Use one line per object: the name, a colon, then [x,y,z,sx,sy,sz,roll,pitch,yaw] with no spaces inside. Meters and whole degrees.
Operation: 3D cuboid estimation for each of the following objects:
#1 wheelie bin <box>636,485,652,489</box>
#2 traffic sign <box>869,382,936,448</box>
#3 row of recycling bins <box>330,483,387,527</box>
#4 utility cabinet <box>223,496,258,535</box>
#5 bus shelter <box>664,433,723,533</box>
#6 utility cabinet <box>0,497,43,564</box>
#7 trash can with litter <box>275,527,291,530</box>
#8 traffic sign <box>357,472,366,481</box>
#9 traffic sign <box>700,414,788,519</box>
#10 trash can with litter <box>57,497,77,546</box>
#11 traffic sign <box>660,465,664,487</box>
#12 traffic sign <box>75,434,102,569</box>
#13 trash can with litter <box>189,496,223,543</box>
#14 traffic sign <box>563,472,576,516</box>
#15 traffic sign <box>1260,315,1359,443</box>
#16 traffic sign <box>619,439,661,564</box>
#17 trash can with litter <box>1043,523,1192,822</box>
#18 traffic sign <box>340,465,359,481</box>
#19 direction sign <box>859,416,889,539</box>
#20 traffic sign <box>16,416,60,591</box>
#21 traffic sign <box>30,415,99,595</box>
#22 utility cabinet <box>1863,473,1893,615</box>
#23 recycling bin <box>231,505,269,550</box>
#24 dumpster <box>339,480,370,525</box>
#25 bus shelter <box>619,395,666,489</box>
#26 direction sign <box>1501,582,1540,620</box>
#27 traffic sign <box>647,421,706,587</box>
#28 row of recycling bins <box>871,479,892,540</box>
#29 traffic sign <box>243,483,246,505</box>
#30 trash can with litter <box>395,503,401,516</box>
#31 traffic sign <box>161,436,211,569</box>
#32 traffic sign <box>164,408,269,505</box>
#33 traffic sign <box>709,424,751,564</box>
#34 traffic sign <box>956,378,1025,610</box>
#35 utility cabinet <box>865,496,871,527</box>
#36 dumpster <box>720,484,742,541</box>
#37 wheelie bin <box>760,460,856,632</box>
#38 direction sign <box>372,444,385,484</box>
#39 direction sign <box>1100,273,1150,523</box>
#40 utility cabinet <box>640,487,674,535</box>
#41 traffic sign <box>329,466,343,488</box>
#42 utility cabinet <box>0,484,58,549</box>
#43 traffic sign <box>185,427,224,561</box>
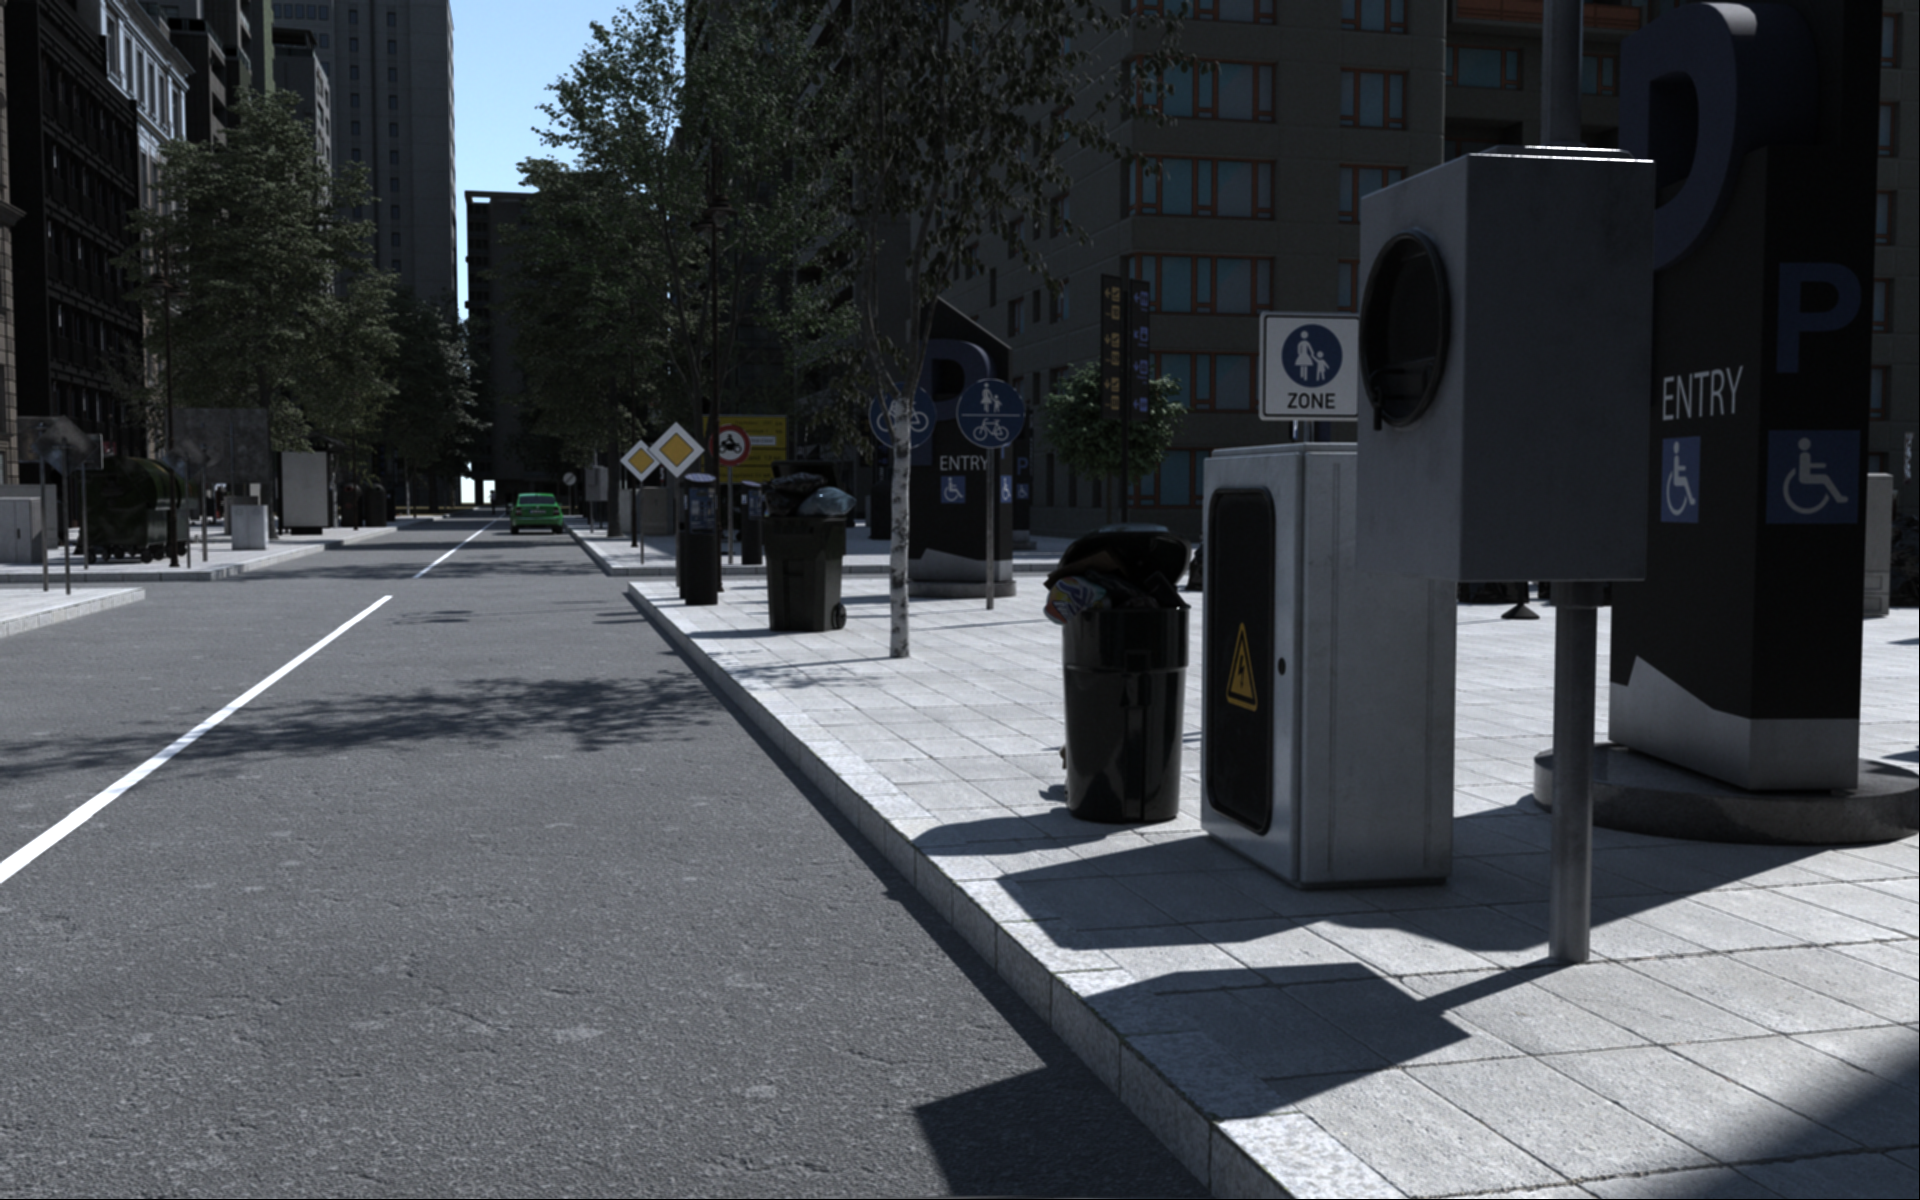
wheelie bin: [-10.791,-3.116,58.847,0.980,1.594,0.693,-2,4,-30]
traffic sign: [-0.655,-1.202,19.751,0.768,2.556,0.104,0,4,-5]
row of recycling bins: [-24.080,-3.671,67.126,3.534,1.692,1.069,-1,4,-13]
utility cabinet: [-22.838,-2.683,55.032,0.306,1.237,1.020,3,4,39]
bus shelter: [-9.209,-4.018,59.611,2.014,3.302,5.546,-1,4,-14]
utility cabinet: [-17.497,-1.284,32.149,1.020,1.237,0.306,1,4,22]
trash can with litter: [-24.393,-3.166,62.826,2.233,1.210,1.678,-3,5,-43]
traffic sign: [-28.382,-4.923,81.671,0.795,2.450,0.064,0,4,-8]
traffic sign: [-5.550,-3.099,44.541,2.265,3.308,0.079,-1,4,-12]
trash can with litter: [-22.587,-1.923,42.505,1.678,1.210,2.233,1,4,16]
traffic sign: [-12.860,-4.572,74.855,0.768,2.556,0.104,0,4,-7]
traffic sign: [-14.894,-1.671,29.458,0.606,2.300,0.079,0,4,-5]
trash can with litter: [-20.501,-2.118,45.680,1.678,1.210,2.233,-2,4,-32]
traffic sign: [-22.951,-6.223,101.856,0.768,2.556,0.104,0,4,-7]
traffic sign: [1.972,-0.471,9.830,0.606,2.300,0.079,-1,4,-11]
traffic sign: [-5.811,-1.710,31.605,0.795,2.450,0.064,-1,4,-14]
trash can with litter: [0.583,0.261,7.123,0.624,1.170,1.055,0,4,-6]
traffic sign: [-26.282,-4.558,74.624,0.768,2.556,0.104,-1,4,-12]
direction sign: [-2.481,-3.549,50.018,0.876,3.537,0.379,1,4,17]
traffic sign: [-12.084,-1.266,22.835,0.606,2.300,0.079,-1,4,-10]
traffic sign: [-11.373,-1.125,22.034,0.795,2.450,0.064,-1,4,-14]
utility cabinet: [9.147,-0.587,18.283,1.173,1.500,0.318,1,4,15]
recycling bin: [-16.330,-1.669,39.837,0.722,1.027,0.722,-1,4,-16]
dumpster: [-24.419,-3.933,70.070,1.264,1.857,1.865,-1,4,-14]
bus shelter: [-12.376,-5.509,67.704,2.179,5.291,8.768,-1,4,-14]
direction sign: [5.784,-1.576,17.769,0.379,3.537,0.876,2,4,26]
traffic sign: [-3.898,-1.236,23.851,0.795,2.450,0.064,-1,4,-14]
row of recycling bins: [-0.826,-2.581,49.305,3.534,1.692,1.069,-1,4,-19]
traffic sign: [-17.211,-2.420,41.695,0.606,2.300,0.079,0,4,-4]
trash can with litter: [-33.099,-5.437,99.945,2.233,1.210,1.678,1,4,15]
traffic sign: [-13.287,-1.599,29.788,0.795,2.450,0.064,-1,4,-14]
traffic sign: [-17.587,-2.885,41.038,2.265,3.308,0.079,-1,4,-13]
traffic sign: [-4.202,-1.930,31.658,0.768,2.556,0.104,-1,4,-10]
traffic sign: [0.334,-1.167,19.190,0.768,2.556,0.104,0,4,-8]
utility cabinet: [-3.165,-3.430,67.244,1.020,1.237,0.306,2,4,23]
dumpster: [-6.293,-2.703,46.682,1.502,2.255,1.985,-1,4,-14]
wheelie bin: [-1.443,-0.514,16.308,0.980,1.594,0.693,1,4,16]
direction sign: [-26.454,-5.309,78.805,0.379,3.537,0.876,1,4,17]
direction sign: [1.734,-1.603,18.204,0.379,3.537,0.876,3,5,39]
utility cabinet: [-9.337,-2.731,53.335,1.173,1.500,0.318,3,4,36]
traffic sign: [-28.647,-4.861,79.579,0.768,2.556,0.104,0,4,-6]
utility cabinet: [-21.300,-1.888,39.551,1.173,1.500,0.318,-3,5,-41]
traffic sign: [-14.384,-2.007,32.926,0.768,2.556,0.104,0,4,-7]
